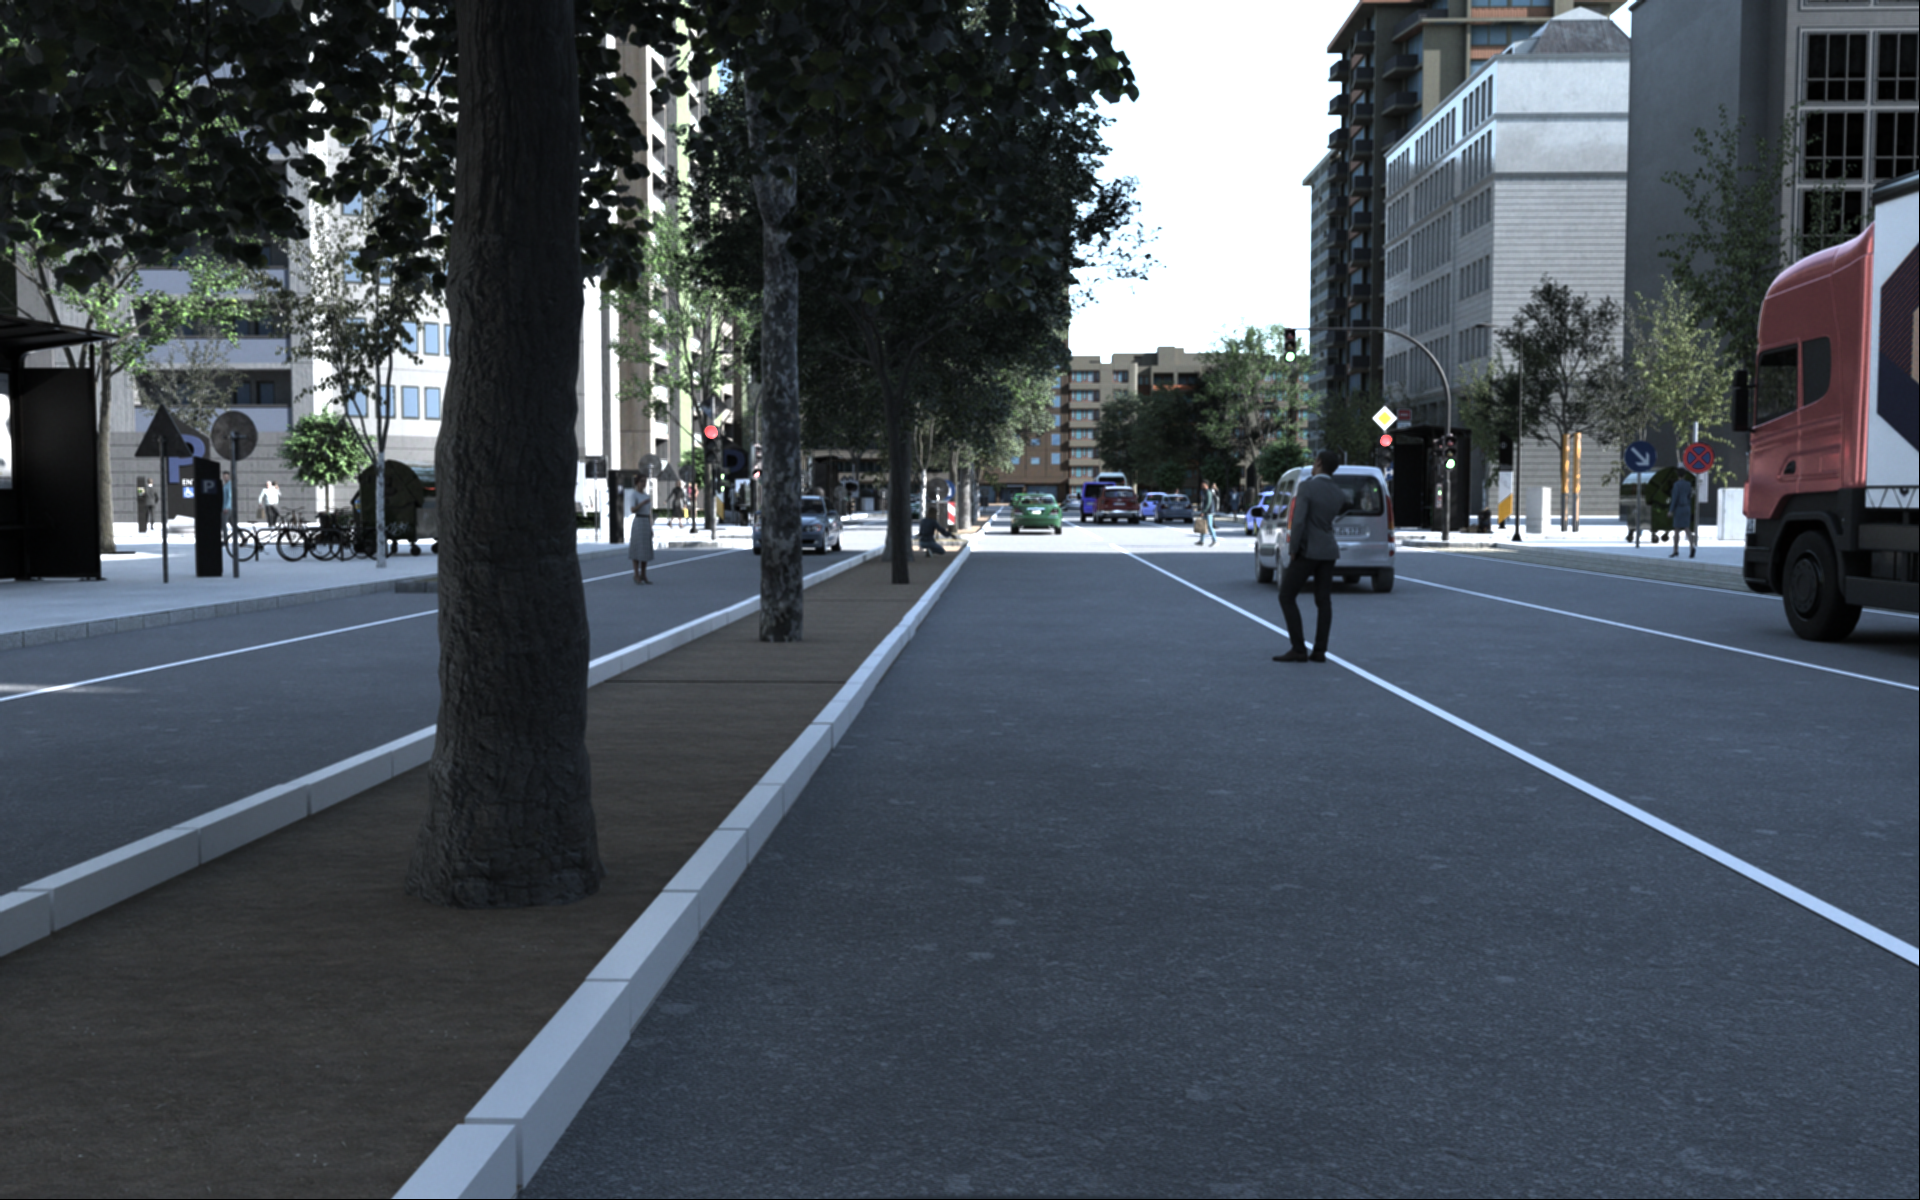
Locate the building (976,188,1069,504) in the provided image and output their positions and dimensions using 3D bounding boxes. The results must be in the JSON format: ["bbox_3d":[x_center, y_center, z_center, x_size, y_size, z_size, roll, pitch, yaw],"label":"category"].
[{"bbox_3d":[7.480,-35.763,234.836,14.200,45.320,14.600,0,4,2],"label":"building"}]

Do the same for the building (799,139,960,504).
[{"bbox_3d":[-10.559,-37.632,238.989,21.600,48.544,21.300,0,4,2],"label":"building"}]

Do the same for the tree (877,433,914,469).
[{"bbox_3d":[-6.040,-13.027,163.358,4.737,8.622,4.395,0,3,0],"label":"tree"}]

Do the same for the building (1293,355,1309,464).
[{"bbox_3d":[59.084,-24.250,241.519,28.899,21.520,27.650,0,4,2],"label":"building"}]

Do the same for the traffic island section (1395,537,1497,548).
[{"bbox_3d":[13.295,-1.536,47.403,2.009,0.180,2.903,0,4,2],"label":"traffic island section"}]

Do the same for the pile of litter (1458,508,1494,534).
[{"bbox_3d":[16.903,-2.611,56.662,1.176,0.858,1.719,2,4,28],"label":"pile of litter"}]

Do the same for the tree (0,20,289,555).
[{"bbox_3d":[-18.321,-6.771,36.462,9.928,11.665,9.643,0,3,0],"label":"tree"}]

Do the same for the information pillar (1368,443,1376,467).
[{"bbox_3d":[18.818,-5.368,79.127,0.183,3.616,0.504,-1,4,-20],"label":"information pillar"}]

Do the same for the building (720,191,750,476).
[{"bbox_3d":[-26.753,-23.383,154.005,14.160,30.474,14.107,0,4,2],"label":"building"}]

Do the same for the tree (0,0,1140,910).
[{"bbox_3d":[-1.652,-5.923,5.954,9.857,13.997,8.962,0,3,0],"label":"tree"}]

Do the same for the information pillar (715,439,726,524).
[{"bbox_3d":[-10.276,-5.054,73.989,0.504,3.616,0.183,3,4,36],"label":"information pillar"}]

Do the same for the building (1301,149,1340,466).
[{"bbox_3d":[49.476,-29.806,179.201,32.217,40.220,23.993,0,4,2],"label":"building"}]

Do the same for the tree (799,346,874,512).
[{"bbox_3d":[-7.557,-13.217,126.470,12.009,13.543,11.850,0,3,0],"label":"tree"}]

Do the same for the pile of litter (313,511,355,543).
[{"bbox_3d":[-16.307,-1.892,44.892,1.719,0.858,1.176,1,4,21],"label":"pile of litter"}]

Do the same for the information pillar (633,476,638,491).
[{"bbox_3d":[-12.861,-3.955,69.159,0.304,2.012,0.304,-3,4,-38],"label":"information pillar"}]

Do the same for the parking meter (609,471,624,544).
[{"bbox_3d":[-8.920,-2.402,44.991,0.255,1.863,0.399,1,4,20],"label":"parking meter"}]

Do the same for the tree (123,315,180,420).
[{"bbox_3d":[-30.762,-7.276,69.318,4.360,8.622,3.978,0,3,0],"label":"tree"}]

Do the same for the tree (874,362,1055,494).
[{"bbox_3d":[1.043,-12.115,110.906,12.009,13.543,11.850,0,3,0],"label":"tree"}]

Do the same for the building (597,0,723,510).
[{"bbox_3d":[-27.383,-27.891,139.619,14.154,41.232,14.086,0,4,2],"label":"building"}]

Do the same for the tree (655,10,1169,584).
[{"bbox_3d":[-0.913,-5.546,27.544,8.767,10.594,7.601,0,4,2],"label":"tree"}]

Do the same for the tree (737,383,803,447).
[{"bbox_3d":[-12.691,-10.043,114.562,4.360,8.622,3.978,0,3,0],"label":"tree"}]

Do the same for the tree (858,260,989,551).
[{"bbox_3d":[-0.960,-5.555,43.641,4.360,8.622,3.978,0,3,0],"label":"tree"}]

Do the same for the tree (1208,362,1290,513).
[{"bbox_3d":[17.926,-11.026,114.682,8.767,10.594,7.601,2,4,25],"label":"tree"}]

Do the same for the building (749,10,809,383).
[{"bbox_3d":[-31.679,-48.921,238.106,20.611,71.187,20.563,0,4,2],"label":"building"}]

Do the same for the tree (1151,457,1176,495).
[{"bbox_3d":[18.530,-10.288,151.924,4.285,4.588,4.351,0,3,0],"label":"tree"}]

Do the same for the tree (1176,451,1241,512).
[{"bbox_3d":[18.440,-8.456,121.971,4.285,4.588,4.351,0,3,0],"label":"tree"}]

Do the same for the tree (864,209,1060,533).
[{"bbox_3d":[-0.149,-8.006,59.105,9.928,11.665,9.643,0,3,0],"label":"tree"}]

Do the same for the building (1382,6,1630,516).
[{"bbox_3d":[36.657,-20.622,114.661,11.434,29.767,29.804,0,4,2],"label":"building"}]

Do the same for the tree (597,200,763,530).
[{"bbox_3d":[-9.130,-8.328,61.922,9.928,11.665,9.643,0,3,0],"label":"tree"}]

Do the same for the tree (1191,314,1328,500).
[{"bbox_3d":[17.091,-10.600,99.060,9.928,11.665,9.643,0,3,0],"label":"tree"}]

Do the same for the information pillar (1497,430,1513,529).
[{"bbox_3d":[19.931,-4.401,63.303,0.504,3.616,0.183,2,4,24],"label":"information pillar"}]

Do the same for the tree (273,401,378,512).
[{"bbox_3d":[-22.200,-4.696,60.487,4.285,4.588,4.351,0,3,0],"label":"tree"}]

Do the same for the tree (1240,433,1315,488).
[{"bbox_3d":[17.267,-6.630,92.117,4.285,4.588,4.351,0,3,0],"label":"tree"}]

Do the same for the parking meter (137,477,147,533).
[{"bbox_3d":[-27.317,-3.187,57.816,0.255,1.863,0.399,-2,4,-25],"label":"parking meter"}]

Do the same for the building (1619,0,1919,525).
[{"bbox_3d":[43.022,-17.166,74.172,24.014,27.812,14.314,0,4,2],"label":"building"}]

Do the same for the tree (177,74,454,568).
[{"bbox_3d":[-10.329,-4.875,30.074,4.360,8.622,3.978,0,3,0],"label":"tree"}]

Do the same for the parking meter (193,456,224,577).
[{"bbox_3d":[-11.668,-1.297,26.913,0.399,1.863,0.255,-2,4,-32],"label":"parking meter"}]

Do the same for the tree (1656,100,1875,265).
[{"bbox_3d":[15.281,-5.039,32.758,4.737,8.622,4.395,0,3,0],"label":"tree"}]

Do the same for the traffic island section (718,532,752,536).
[{"bbox_3d":[-6.597,-2.062,55.993,2.009,0.180,2.903,0,4,2],"label":"traffic island section"}]

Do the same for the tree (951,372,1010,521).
[{"bbox_3d":[1.111,-9.154,102.489,4.737,8.622,4.395,0,3,0],"label":"tree"}]

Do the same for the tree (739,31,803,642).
[{"bbox_3d":[-2.924,-9.711,17.120,12.611,20.169,13.585,0,3,0],"label":"tree"}]

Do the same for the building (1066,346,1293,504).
[{"bbox_3d":[29.220,-24.252,241.558,28.899,21.520,27.650,0,4,2],"label":"building"}]

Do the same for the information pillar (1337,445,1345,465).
[{"bbox_3d":[18.067,-5.558,82.225,0.183,3.616,0.504,-2,4,-26],"label":"information pillar"}]

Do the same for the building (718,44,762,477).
[{"bbox_3d":[-34.594,-53.128,181.309,31.000,86.520,22.319,0,4,2],"label":"building"}]

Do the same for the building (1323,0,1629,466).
[{"bbox_3d":[44.333,-30.463,152.698,22.147,44.769,28.867,0,4,2],"label":"building"}]

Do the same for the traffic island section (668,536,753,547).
[{"bbox_3d":[-6.837,-1.574,48.012,2.009,0.180,2.903,0,4,2],"label":"traffic island section"}]

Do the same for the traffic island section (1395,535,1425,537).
[{"bbox_3d":[13.536,-2.025,55.384,2.009,0.180,2.903,0,4,2],"label":"traffic island section"}]

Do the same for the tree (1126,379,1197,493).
[{"bbox_3d":[20.262,-15.472,171.095,7.486,12.596,7.792,0,3,0],"label":"tree"}]

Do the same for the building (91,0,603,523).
[{"bbox_3d":[-32.296,-33.415,88.334,21.231,58.520,28.212,0,4,2],"label":"building"}]
